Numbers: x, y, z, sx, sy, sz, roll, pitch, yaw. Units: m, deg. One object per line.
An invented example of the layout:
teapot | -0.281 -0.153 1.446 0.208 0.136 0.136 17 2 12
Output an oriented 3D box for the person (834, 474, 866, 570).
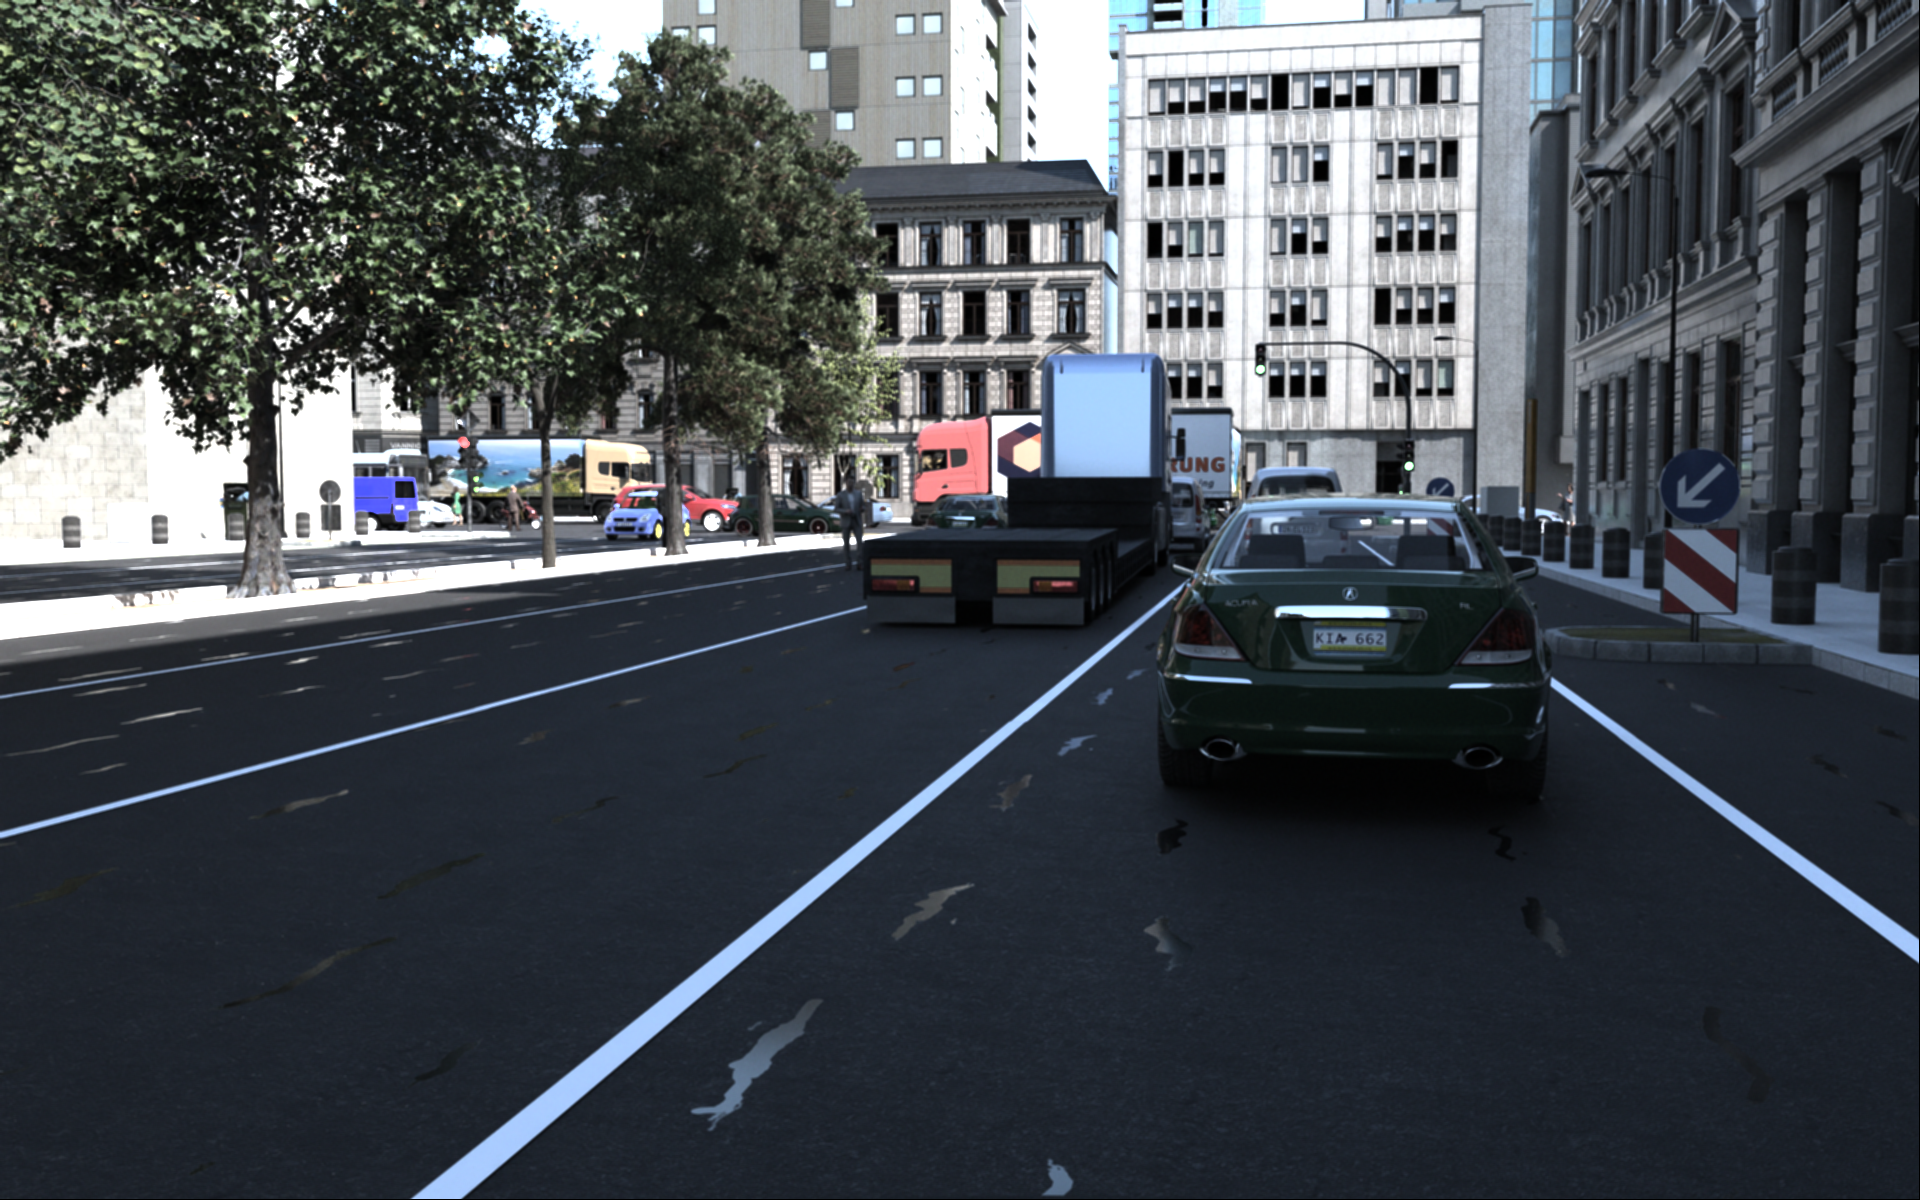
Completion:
person | -2.030 -1.458 32.534 0.606 1.804 0.583 -1 4 -22

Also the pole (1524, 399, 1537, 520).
pole | 12.282 -2.656 37.276 0.158 3.312 0.155 0 3 0

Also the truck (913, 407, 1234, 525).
truck | 3.449 -4.235 58.162 11.283 4.237 2.839 1 4 10

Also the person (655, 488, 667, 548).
person | -7.185 -2.077 42.648 0.592 1.802 0.473 3 5 40

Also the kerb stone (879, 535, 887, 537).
kerb stone | -2.502 -1.895 53.197 0.120 0.150 1.000 1 4 11

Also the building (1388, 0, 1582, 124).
building | 49.647 -33.079 160.454 23.786 49.044 30.456 1 4 11

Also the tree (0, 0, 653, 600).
tree | -9.521 -6.364 23.516 9.611 12.733 9.660 0 3 0

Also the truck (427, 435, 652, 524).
truck | -19.818 -5.770 83.246 11.283 4.237 2.839 1 4 11

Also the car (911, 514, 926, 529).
car | 0.148 -3.608 68.774 4.222 1.686 2.009 1 4 11

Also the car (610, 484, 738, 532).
car | -10.665 -3.502 65.939 5.304 1.827 2.281 1 4 12

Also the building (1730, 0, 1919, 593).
building | 15.921 -11.561 17.903 11.050 23.489 19.941 1 4 11

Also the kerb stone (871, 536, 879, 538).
kerb stone | -2.693 -1.832 52.188 0.120 0.150 1.000 1 4 11

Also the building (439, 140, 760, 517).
building | -19.359 -15.260 98.652 18.267 20.994 9.793 1 4 11

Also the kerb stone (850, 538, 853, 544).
kerb stone | -3.278 -1.649 49.150 0.120 0.150 1.000 1 4 11

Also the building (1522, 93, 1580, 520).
building | 44.388 -16.484 88.586 30.058 24.678 14.314 1 4 11

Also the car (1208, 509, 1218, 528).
car | 6.569 -3.137 60.087 4.718 1.807 1.959 1 4 13

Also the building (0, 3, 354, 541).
building | -29.240 -12.130 53.084 16.860 20.320 10.420 1 4 11

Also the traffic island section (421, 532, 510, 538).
traffic island section | -16.194 -2.135 57.181 2.009 0.180 2.903 1 4 11

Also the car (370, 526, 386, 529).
car | -25.435 -3.649 72.030 4.827 1.381 2.083 1 4 10

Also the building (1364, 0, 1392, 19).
building | 54.520 -39.579 189.120 21.231 58.520 28.212 1 4 11

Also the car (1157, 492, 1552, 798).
car | 2.190 0.126 9.731 2.131 1.459 4.920 1 4 13

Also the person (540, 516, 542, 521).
person | -18.795 -4.226 78.426 0.643 1.720 0.563 -1 4 -10

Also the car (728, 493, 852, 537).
car | -5.753 -2.982 58.536 4.222 1.686 2.009 1 4 11

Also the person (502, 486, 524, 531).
person | -17.459 -3.593 67.796 0.990 1.755 0.434 1 4 23

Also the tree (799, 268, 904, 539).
tree | -3.487 -6.043 51.630 4.737 8.622 4.395 0 3 0

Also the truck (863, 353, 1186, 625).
truck | 1.740 -2.310 27.520 2.967 4.110 18.799 1 4 10

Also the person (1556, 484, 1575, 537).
person | 20.217 -2.993 57.795 0.532 1.782 0.716 -2 4 -26

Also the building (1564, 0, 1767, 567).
building | 20.458 -12.343 37.964 11.583 22.565 21.152 1 4 11

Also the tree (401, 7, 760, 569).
tree | -7.504 -5.821 32.042 8.767 10.594 7.601 1 4 11

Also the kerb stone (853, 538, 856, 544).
kerb stone | -3.085 -1.711 50.168 0.120 0.150 1.000 1 4 11

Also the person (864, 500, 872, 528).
person | -4.062 -3.890 72.010 0.836 1.842 0.656 0 4 -2

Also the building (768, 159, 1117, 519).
building | -0.671 -14.040 94.186 19.286 19.102 10.561 1 4 11

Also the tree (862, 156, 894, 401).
tree | -5.253 -7.426 45.924 6.751 12.117 7.091 0 3 0

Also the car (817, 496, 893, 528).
car | -5.138 -3.798 74.108 4.499 1.417 2.014 1 4 10

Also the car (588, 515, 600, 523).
car | -16.340 -4.796 87.086 5.304 1.827 2.281 1 4 12

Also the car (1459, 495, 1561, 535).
car | 19.248 -3.072 62.229 4.499 1.417 2.014 1 4 9

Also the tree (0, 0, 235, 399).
tree | -10.877 -6.399 13.737 9.857 13.997 8.962 0 3 0

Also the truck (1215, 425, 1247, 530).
truck | 10.501 -5.159 73.265 2.839 4.237 11.283 1 4 12

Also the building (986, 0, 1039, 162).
building | -5.376 -40.515 204.413 28.212 58.520 21.231 1 4 11

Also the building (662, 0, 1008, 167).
building | -11.459 -35.420 168.358 28.713 52.752 27.495 1 4 11

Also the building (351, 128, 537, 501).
building | -49.531 -20.228 107.145 44.131 29.872 17.030 1 4 11

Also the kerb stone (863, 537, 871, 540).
kerb stone | -2.892 -1.773 51.180 0.120 0.150 1.000 1 4 11

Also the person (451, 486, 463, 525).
person | -22.919 -4.289 78.867 0.529 1.795 0.600 -1 4 -19

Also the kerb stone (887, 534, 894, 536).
kerb stone | -2.301 -1.958 54.211 0.120 0.150 1.000 1 4 11

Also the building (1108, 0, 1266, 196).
building | 33.992 -57.648 255.220 31.000 86.520 22.319 1 4 11

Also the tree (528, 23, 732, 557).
tree | -6.567 -7.015 39.212 6.751 12.117 7.091 0 3 0

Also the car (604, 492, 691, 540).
car | -9.924 -2.778 55.016 1.945 1.707 3.694 1 4 13

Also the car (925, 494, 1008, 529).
car | 0.407 -1.652 38.804 2.131 1.459 4.920 1 4 10

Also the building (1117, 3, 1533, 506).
building | 18.838 -16.734 91.623 19.932 24.808 12.078 1 4 11
